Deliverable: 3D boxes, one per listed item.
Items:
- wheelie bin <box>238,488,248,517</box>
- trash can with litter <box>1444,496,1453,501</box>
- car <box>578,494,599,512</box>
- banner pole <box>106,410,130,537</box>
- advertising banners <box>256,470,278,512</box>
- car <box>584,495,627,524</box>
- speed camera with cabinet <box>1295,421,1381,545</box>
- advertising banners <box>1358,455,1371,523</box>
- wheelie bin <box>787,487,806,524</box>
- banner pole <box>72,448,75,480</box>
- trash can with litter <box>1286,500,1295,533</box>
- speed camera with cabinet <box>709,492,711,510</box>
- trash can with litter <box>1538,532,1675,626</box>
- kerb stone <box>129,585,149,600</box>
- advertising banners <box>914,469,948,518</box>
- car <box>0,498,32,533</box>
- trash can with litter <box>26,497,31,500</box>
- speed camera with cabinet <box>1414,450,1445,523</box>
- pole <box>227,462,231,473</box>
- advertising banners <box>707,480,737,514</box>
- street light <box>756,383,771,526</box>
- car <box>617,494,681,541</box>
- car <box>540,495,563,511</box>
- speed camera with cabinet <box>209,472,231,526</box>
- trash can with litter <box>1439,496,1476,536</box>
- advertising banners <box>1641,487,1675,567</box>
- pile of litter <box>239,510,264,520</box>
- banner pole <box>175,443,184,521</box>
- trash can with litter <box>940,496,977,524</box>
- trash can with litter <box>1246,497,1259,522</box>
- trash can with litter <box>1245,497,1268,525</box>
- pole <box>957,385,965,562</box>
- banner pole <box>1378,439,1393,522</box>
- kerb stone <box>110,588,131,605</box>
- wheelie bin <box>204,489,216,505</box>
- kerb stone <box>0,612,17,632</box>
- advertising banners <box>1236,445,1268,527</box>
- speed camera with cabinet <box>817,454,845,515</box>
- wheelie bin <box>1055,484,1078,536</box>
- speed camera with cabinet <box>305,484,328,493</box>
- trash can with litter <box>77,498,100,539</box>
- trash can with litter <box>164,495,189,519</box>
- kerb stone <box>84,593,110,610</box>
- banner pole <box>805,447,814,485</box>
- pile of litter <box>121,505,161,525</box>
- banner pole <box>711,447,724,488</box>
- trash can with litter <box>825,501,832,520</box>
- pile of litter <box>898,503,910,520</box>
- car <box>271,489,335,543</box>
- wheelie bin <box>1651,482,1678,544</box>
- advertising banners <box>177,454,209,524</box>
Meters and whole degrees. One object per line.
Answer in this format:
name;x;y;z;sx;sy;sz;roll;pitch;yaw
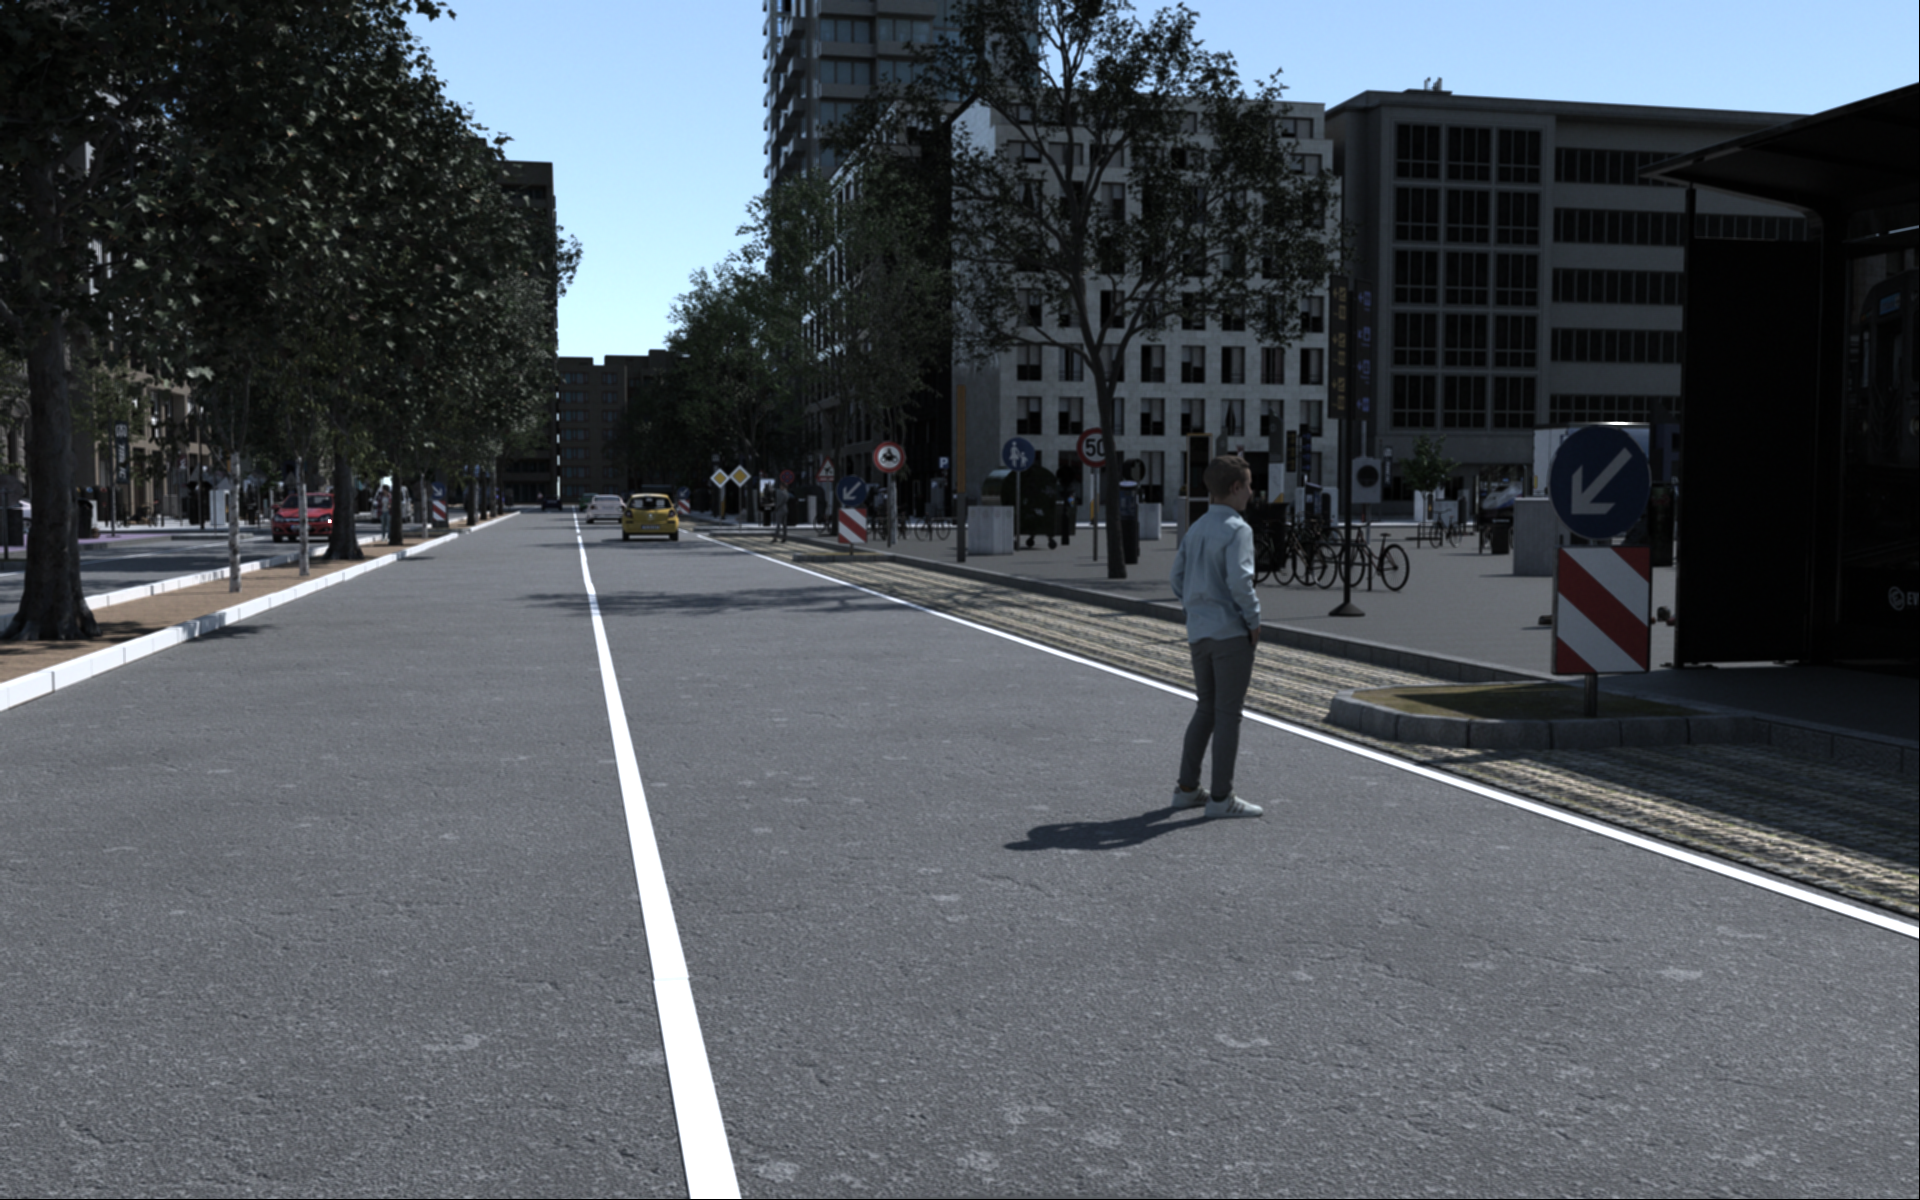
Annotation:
wheelie bin;-40.643;-5.537;98.438;0.693;1.594;0.980;-1;4;-21
trash can with litter;29.637;-5.752;105.440;1.055;1.170;0.624;-1;4;-14
car;-30.662;-8.252;143.718;1.959;1.807;4.718;-1;4;-14
banner pole;-25.178;-3.778;51.795;0.401;3.779;0.863;2;4;24
advertising banners;-50.033;-7.844;124.444;2.074;3.025;0.090;-2;4;-34
car;-17.314;-4.428;84.760;2.083;1.381;4.827;-1;4;-14
speed camera with cabinet;9.519;-3.015;43.636;2.038;3.252;0.660;0;4;-1
advertising banners;17.866;-4.918;76.593;0.090;3.025;2.074;0;4;-2
wheelie bin;-7.143;-4.107;75.056;0.693;1.594;0.980;2;4;28
banner pole;-42.865;-5.693;83.095;0.401;3.779;0.863;3;4;37
trash can with litter;10.999;-2.769;56.662;0.624;1.170;1.055;3;5;40
speed camera with cabinet;-18.927;-8.656;135.867;2.038;3.252;0.660;0;4;-3
trash can with litter;6.585;-0.370;17.103;2.233;1.210;1.678;-2;4;-29
kerb stone;-11.248;-0.080;23.535;0.120;0.150;1.000;-1;4;-13
advertising banners;-1.491;-5.914;92.889;2.074;3.025;0.090;-2;4;-24
car;-32.280;-2.769;57.631;4.827;1.381;2.083;-1;4;-12
trash can with litter;-41.285;-4.029;77.259;1.055;1.170;0.624;1;4;20
speed camera with cabinet;20.993;-5.080;77.393;0.660;3.252;2.038;3;4;38
pole;-30.634;-4.822;72.678;0.158;3.312;0.155;0;3;0
advertising banners;-15.025;-6.888;108.805;2.074;3.025;0.090;-2;4;-28
street light;-7.954;-5.965;70.315;0.468;5.910;1.993;-1;4;-13
car;-9.684;-2.678;54.006;2.015;1.641;3.980;-1;4;-11
car;-35.315;-8.395;149.832;1.945;1.354;3.894;-1;4;-14
speed camera with cabinet;-29.920;-4.644;70.272;0.660;3.252;2.038;-1;4;-11
trash can with litter;15.332;-2.603;53.620;1.678;1.210;2.233;2;4;33
advertising banners;13.095;-2.095;30.439;2.074;3.025;0.090;1;4;14
pile of litter;-35.013;-4.354;85.157;1.176;0.858;1.719;-2;4;-30
banner pole;-37.543;-5.705;83.294;0.401;3.779;0.863;-1;4;-11
trash can with litter;0.158;-3.929;75.296;2.233;1.210;1.678;2;4;24
trash can with litter;14.364;-4.293;81.242;2.233;1.210;1.678;0;4;-4
trash can with litter;13.274;-3.989;76.610;1.055;1.170;0.624;-1;4;-18
pole;0.022;-2.367;32.538;0.158;3.312;0.155;0;3;0
banner pole;19.366;-5.442;78.997;0.863;3.779;0.401;-1;4;-19
kerb stone;-11.014;-0.015;22.536;0.120;0.150;1.000;-1;4;-13
wheelie bin;-43.196;-5.626;99.899;0.980;1.594;0.693;-2;4;-32
kerb stone;-10.123;0.226;18.538;0.120;0.150;1.000;-1;4;-13
advertising banners;10.549;-4.063;62.624;0.090;3.025;2.074;3;5;43
speed camera with cabinet;-6.354;-5.552;85.117;0.660;3.252;2.038;-2;4;-31
wheelie bin;3.221;-2.803;53.744;0.980;1.594;0.693;3;5;40
speed camera with cabinet;-40.690;-6.984;108.521;2.038;3.252;0.660;0;4;-3
trash can with litter;-25.159;-2.346;49.737;0.624;1.170;1.055;0;4;-6
trash can with litter;-40.382;-4.867;90.634;2.233;1.210;1.678;1;4;11
kerb stone;-10.796;0.040;21.537;0.120;0.150;1.000;-1;4;-13
banner pole;-8.066;-6.270;92.524;0.401;3.779;0.863;-3;5;-41
pile of litter;-34.246;-3.568;72.299;1.719;0.858;1.176;2;4;24
banner pole;-12.774;-6.226;91.818;0.863;3.779;0.401;0;4;1
trash can with litter;-6.435;-4.371;82.852;1.055;1.170;0.624;2;4;30
pile of litter;-3.034;-4.463;86.938;1.176;0.858;1.719;1;4;12
car;-19.681;-2.660;52.535;2.155;1.783;4.494;-1;4;-13
wheelie bin;17.812;-2.207;43.996;0.980;1.594;0.693;-1;4;-21
advertising banners;-33.001;-4.830;75.152;2.074;3.025;0.090;1;4;8
